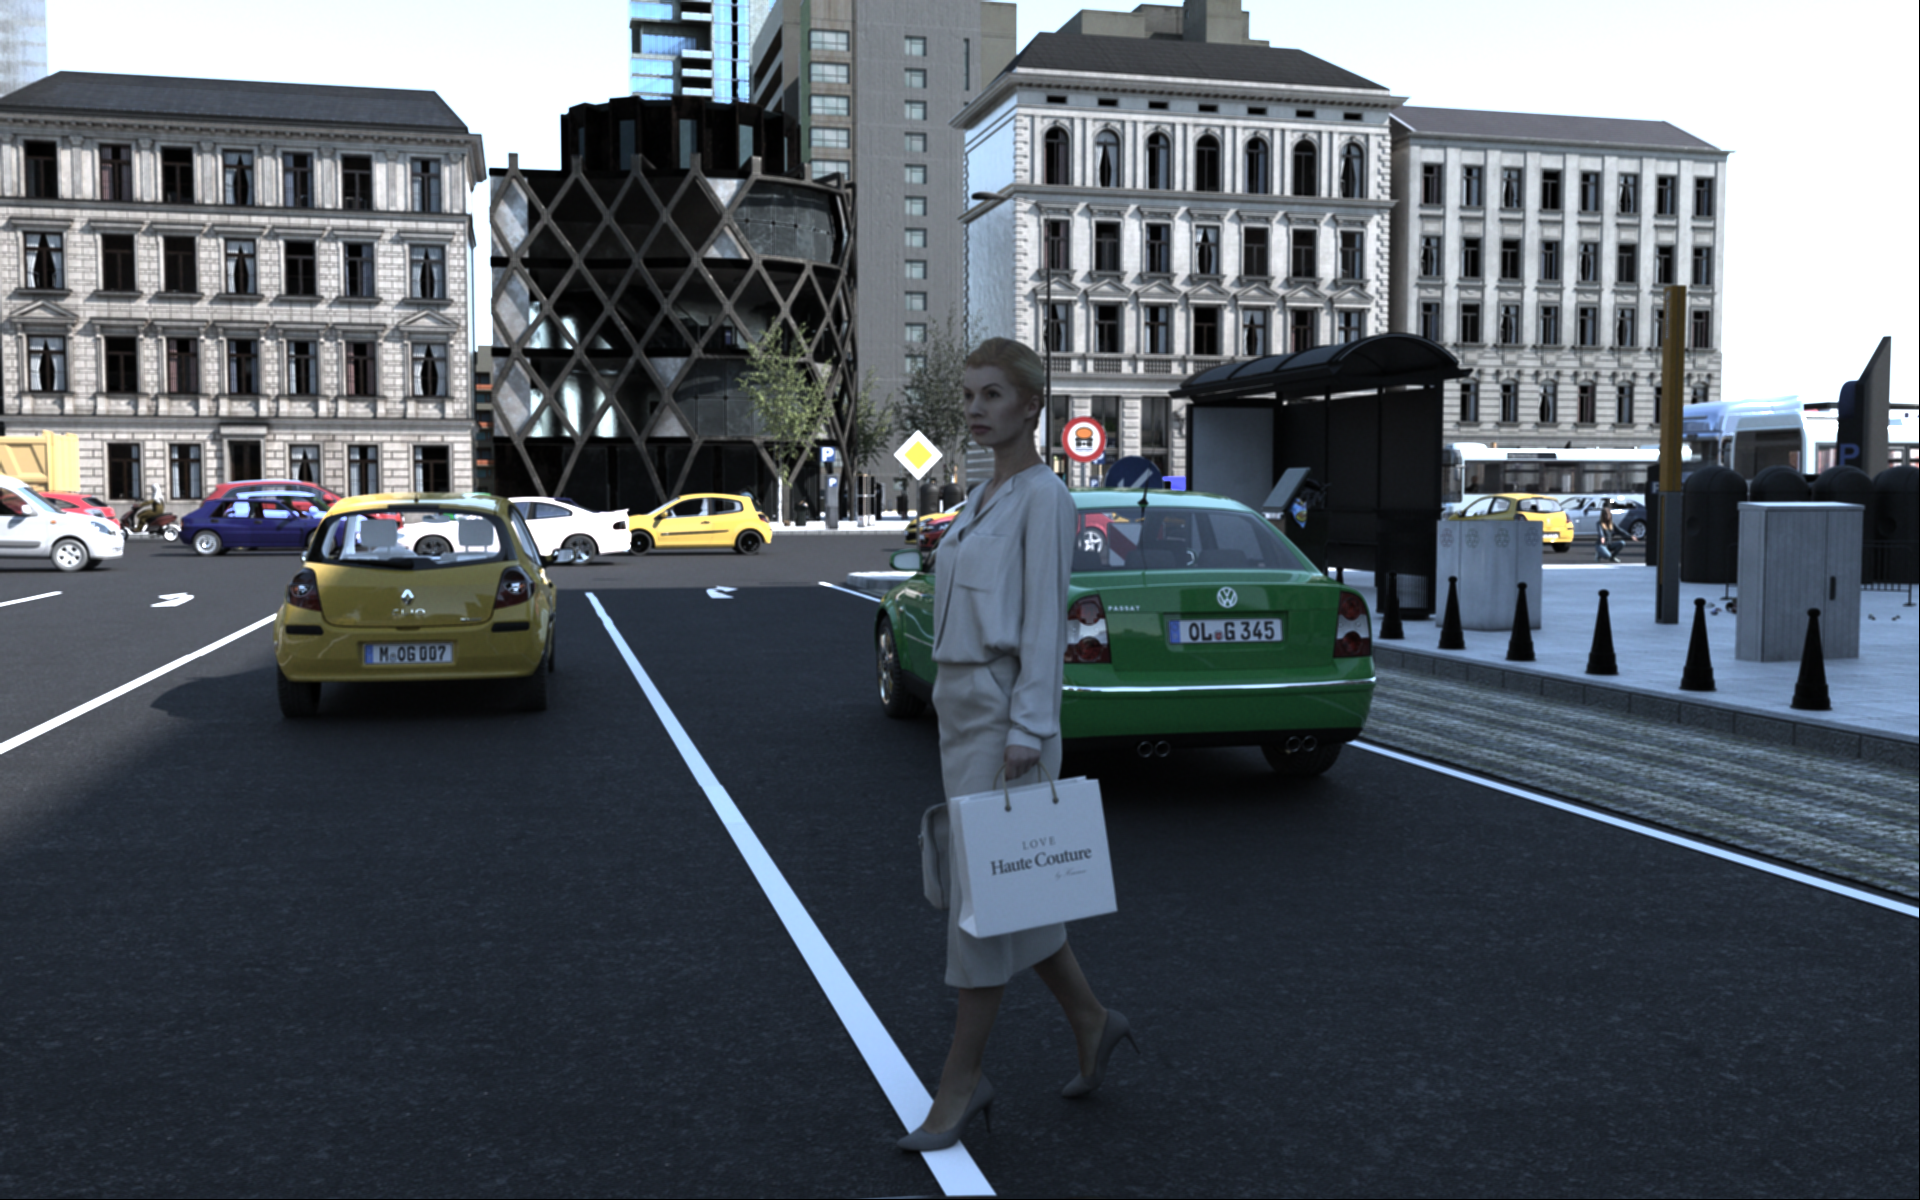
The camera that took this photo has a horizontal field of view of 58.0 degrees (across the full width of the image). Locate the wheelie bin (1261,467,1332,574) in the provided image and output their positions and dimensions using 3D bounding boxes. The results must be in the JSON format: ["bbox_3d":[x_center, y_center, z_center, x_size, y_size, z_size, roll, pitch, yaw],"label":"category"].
[{"bbox_3d":[4.050,-0.792,20.853,0.693,1.594,0.980,-1,4,-15],"label":"wheelie bin"}]

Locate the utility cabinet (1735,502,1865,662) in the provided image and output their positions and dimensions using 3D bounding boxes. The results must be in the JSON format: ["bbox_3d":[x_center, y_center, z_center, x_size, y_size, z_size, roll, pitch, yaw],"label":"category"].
[{"bbox_3d":[6.532,-0.141,13.463,1.020,1.237,0.306,-1,4,-22],"label":"utility cabinet"}]

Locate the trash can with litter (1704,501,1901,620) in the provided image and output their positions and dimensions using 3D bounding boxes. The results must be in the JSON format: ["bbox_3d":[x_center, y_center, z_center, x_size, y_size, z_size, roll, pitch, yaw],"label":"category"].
[{"bbox_3d":[8.801,-0.461,18.589,1.678,1.210,2.233,0,4,-7],"label":"trash can with litter"}]

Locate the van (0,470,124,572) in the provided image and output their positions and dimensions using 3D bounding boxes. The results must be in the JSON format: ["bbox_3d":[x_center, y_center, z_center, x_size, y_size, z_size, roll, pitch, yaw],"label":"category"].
[{"bbox_3d":[-17.832,-1.540,32.198,4.112,2.044,2.013,-1,4,-16],"label":"van"}]

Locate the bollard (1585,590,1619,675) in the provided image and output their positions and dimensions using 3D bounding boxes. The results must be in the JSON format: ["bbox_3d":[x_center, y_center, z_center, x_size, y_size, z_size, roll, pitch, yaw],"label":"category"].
[{"bbox_3d":[4.587,0.225,12.356,0.229,0.601,0.229,0,3,0],"label":"bollard"}]

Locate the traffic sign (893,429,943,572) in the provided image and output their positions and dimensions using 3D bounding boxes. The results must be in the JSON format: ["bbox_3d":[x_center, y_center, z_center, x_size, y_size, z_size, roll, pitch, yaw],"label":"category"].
[{"bbox_3d":[-0.657,-1.429,27.013,0.795,2.450,0.064,-1,4,-14],"label":"traffic sign"}]

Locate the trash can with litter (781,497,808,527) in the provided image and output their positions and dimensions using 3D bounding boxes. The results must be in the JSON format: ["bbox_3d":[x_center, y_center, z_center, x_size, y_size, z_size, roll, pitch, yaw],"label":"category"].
[{"bbox_3d":[-6.523,-3.477,68.231,1.055,1.170,0.624,0,4,-4],"label":"trash can with litter"}]

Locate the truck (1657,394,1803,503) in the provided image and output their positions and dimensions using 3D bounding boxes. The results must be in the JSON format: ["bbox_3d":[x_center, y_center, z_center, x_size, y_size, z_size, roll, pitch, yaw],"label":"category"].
[{"bbox_3d":[27.913,-3.631,49.123,18.799,4.110,2.967,-1,4,-15],"label":"truck"}]

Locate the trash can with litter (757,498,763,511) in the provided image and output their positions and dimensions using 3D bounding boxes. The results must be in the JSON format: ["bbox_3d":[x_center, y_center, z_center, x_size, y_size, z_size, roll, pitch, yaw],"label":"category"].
[{"bbox_3d":[-7.917,-3.443,67.685,0.624,1.170,1.055,1,4,18],"label":"trash can with litter"}]

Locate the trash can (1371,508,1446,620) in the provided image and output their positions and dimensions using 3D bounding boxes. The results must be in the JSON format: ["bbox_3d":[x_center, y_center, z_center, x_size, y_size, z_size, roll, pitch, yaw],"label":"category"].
[{"bbox_3d":[4.595,-0.375,17.784,0.748,1.137,0.748,0,3,0],"label":"trash can"}]

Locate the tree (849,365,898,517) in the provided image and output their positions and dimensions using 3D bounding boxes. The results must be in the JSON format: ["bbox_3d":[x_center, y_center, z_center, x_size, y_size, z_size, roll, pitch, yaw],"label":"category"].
[{"bbox_3d":[-5.641,-8.968,96.986,4.737,8.622,4.395,0,3,0],"label":"tree"}]

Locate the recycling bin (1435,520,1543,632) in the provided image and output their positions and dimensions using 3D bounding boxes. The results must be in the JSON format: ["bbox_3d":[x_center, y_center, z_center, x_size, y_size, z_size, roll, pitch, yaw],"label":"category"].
[{"bbox_3d":[5.059,-0.246,16.568,0.722,1.027,0.722,-2,4,-26],"label":"recycling bin"}]

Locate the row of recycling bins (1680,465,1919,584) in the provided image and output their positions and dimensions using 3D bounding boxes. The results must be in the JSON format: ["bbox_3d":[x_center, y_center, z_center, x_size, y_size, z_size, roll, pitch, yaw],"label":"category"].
[{"bbox_3d":[12.282,-1.095,25.014,3.534,1.692,1.069,0,4,1],"label":"row of recycling bins"}]

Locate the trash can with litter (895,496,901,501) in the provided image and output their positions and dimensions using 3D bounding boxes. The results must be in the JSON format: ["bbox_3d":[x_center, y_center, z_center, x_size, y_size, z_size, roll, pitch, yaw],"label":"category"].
[{"bbox_3d":[-4.145,-6.858,123.522,0.624,1.170,1.055,2,4,24],"label":"trash can with litter"}]

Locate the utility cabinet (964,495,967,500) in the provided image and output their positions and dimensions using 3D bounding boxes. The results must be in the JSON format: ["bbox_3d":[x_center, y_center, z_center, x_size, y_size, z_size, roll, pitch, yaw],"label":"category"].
[{"bbox_3d":[0.728,-6.325,114.579,1.020,1.237,0.306,-2,4,-31],"label":"utility cabinet"}]

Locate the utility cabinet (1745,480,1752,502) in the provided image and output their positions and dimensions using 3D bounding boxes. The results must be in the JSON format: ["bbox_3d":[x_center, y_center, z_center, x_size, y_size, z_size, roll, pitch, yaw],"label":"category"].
[{"bbox_3d":[12.374,-1.113,26.877,0.318,1.500,1.173,0,4,1],"label":"utility cabinet"}]

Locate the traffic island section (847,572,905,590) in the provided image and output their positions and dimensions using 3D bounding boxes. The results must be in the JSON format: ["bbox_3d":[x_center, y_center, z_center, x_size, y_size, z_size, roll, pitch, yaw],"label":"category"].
[{"bbox_3d":[-0.636,-0.294,27.095,2.009,0.180,2.903,-1,4,-14],"label":"traffic island section"}]

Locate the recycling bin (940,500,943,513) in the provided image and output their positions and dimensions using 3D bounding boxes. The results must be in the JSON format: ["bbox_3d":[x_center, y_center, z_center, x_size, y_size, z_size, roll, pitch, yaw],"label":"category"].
[{"bbox_3d":[-0.952,-3.658,72.362,0.722,1.027,0.722,-1,4,-9],"label":"recycling bin"}]

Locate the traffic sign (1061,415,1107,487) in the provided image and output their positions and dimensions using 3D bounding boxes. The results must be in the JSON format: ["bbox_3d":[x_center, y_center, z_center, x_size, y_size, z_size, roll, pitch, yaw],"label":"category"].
[{"bbox_3d":[2.000,-1.717,28.179,0.768,2.556,0.104,-1,4,-13],"label":"traffic sign"}]

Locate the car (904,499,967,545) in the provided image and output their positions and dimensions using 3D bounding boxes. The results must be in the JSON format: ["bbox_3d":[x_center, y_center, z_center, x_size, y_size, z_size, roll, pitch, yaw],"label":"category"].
[{"bbox_3d":[0.565,-2.072,44.095,3.980,1.641,2.015,-1,4,-12],"label":"car"}]

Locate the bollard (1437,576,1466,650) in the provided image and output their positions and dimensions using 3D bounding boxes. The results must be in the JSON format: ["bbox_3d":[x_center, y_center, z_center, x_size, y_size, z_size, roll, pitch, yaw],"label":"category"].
[{"bbox_3d":[4.086,0.102,14.373,0.229,0.601,0.229,0,3,0],"label":"bollard"}]

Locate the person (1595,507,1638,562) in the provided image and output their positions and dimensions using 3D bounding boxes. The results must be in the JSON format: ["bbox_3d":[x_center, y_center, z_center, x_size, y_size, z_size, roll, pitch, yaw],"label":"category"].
[{"bbox_3d":[13.816,-1.381,36.586,1.012,1.151,0.738,-1,4,-11],"label":"person"}]

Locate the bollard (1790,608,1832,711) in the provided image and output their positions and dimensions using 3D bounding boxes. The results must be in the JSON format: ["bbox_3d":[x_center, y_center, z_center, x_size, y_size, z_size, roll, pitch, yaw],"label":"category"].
[{"bbox_3d":[5.094,0.348,10.349,0.229,0.601,0.229,0,3,0],"label":"bollard"}]

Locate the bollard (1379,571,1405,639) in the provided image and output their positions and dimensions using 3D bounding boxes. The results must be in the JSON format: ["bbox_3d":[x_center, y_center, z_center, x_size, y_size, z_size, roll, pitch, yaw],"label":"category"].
[{"bbox_3d":[3.837,0.041,15.376,0.229,0.601,0.229,0,3,0],"label":"bollard"}]

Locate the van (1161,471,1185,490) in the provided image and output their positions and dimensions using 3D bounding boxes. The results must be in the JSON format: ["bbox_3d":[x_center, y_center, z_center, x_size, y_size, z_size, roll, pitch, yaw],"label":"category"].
[{"bbox_3d":[7.546,-3.396,59.907,5.245,2.365,2.240,-1,4,-15],"label":"van"}]

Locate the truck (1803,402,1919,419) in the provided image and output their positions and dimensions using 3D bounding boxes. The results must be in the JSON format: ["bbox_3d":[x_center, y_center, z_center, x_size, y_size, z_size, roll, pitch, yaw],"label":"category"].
[{"bbox_3d":[28.176,-3.992,54.176,11.283,4.237,2.839,-1,4,-14],"label":"truck"}]

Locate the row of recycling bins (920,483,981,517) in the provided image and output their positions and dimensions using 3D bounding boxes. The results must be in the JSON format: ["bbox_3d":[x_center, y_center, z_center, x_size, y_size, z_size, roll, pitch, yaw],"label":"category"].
[{"bbox_3d":[0.224,-3.472,63.886,3.534,1.692,1.069,0,4,-3],"label":"row of recycling bins"}]

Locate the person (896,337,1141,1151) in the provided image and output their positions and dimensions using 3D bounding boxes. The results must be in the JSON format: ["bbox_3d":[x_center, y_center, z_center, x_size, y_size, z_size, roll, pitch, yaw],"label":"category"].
[{"bbox_3d":[0.147,0.303,3.903,0.624,1.780,0.694,-1,4,-9],"label":"person"}]

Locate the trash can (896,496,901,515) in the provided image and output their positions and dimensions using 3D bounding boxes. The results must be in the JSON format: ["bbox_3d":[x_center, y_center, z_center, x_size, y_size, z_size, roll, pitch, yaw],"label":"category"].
[{"bbox_3d":[-3.516,-5.712,105.041,0.748,1.137,0.748,0,3,0],"label":"trash can"}]

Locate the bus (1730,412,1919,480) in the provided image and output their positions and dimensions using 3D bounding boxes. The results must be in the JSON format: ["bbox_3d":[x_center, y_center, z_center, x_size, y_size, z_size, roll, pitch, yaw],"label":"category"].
[{"bbox_3d":[24.869,-2.826,41.070,13.247,3.499,2.948,-1,4,-13],"label":"bus"}]

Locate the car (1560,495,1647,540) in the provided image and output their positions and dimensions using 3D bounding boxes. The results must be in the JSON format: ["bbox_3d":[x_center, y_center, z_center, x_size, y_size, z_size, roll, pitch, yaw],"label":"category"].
[{"bbox_3d":[19.719,-2.595,54.435,4.499,1.417,2.014,-1,4,-16],"label":"car"}]

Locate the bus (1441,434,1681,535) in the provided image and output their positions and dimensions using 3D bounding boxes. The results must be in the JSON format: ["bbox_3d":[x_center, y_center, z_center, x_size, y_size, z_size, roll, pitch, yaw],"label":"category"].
[{"bbox_3d":[21.843,-4.035,60.836,13.247,3.499,2.948,-1,4,-12],"label":"bus"}]

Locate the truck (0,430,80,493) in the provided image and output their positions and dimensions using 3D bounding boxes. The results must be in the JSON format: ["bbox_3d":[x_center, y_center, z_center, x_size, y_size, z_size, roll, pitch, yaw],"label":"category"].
[{"bbox_3d":[-29.418,-3.112,46.811,9.791,3.379,3.469,-1,4,-13],"label":"truck"}]

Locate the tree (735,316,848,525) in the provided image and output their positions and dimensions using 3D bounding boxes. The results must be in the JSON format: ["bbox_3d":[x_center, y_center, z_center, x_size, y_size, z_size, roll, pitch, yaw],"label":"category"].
[{"bbox_3d":[-7.360,-7.484,72.722,4.737,8.622,4.395,0,3,0],"label":"tree"}]

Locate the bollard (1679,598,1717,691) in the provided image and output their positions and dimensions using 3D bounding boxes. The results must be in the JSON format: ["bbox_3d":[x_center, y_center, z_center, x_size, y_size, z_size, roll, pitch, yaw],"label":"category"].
[{"bbox_3d":[4.843,0.287,11.350,0.229,0.601,0.229,0,3,0],"label":"bollard"}]

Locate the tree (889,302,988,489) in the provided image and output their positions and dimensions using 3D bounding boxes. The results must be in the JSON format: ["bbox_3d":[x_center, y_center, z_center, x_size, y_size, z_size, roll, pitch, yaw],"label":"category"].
[{"bbox_3d":[-0.089,-7.158,67.391,4.360,8.622,3.978,0,3,0],"label":"tree"}]

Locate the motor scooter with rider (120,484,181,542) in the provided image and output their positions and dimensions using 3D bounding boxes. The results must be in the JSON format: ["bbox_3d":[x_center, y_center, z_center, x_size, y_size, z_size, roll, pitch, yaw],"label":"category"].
[{"bbox_3d":[-24.431,-2.636,52.059,1.986,1.779,0.876,-1,4,-15],"label":"motor scooter with rider"}]

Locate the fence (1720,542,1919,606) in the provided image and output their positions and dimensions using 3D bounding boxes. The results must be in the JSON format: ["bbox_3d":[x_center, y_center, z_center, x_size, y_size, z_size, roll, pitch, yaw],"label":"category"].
[{"bbox_3d":[10.132,-0.313,20.487,2.069,0.683,0.278,3,4,36],"label":"fence"}]

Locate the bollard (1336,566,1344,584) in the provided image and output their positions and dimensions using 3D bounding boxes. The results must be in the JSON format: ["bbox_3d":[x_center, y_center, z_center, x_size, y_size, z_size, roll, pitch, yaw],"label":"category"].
[{"bbox_3d":[3.586,-0.020,16.372,0.229,0.601,0.229,0,3,0],"label":"bollard"}]

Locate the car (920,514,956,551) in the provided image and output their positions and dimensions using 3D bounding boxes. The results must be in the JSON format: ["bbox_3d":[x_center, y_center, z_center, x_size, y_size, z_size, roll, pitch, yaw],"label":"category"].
[{"bbox_3d":[1.288,-1.824,38.865,4.494,1.783,2.155,-1,4,-14],"label":"car"}]

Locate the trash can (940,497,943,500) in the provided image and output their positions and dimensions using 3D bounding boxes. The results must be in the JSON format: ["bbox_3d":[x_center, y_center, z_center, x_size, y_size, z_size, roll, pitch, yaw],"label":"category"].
[{"bbox_3d":[-0.684,-4.775,89.730,0.748,1.137,0.748,0,3,0],"label":"trash can"}]

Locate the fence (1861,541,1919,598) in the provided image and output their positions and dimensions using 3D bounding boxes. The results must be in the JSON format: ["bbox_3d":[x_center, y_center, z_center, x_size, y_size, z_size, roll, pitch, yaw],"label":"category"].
[{"bbox_3d":[12.410,-0.407,22.023,2.069,0.683,0.278,1,4,15],"label":"fence"}]

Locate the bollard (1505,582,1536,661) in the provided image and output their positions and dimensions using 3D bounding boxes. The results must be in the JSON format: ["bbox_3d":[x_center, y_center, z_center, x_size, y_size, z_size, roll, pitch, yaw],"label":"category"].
[{"bbox_3d":[4.336,0.163,13.374,0.229,0.601,0.229,0,3,0],"label":"bollard"}]
